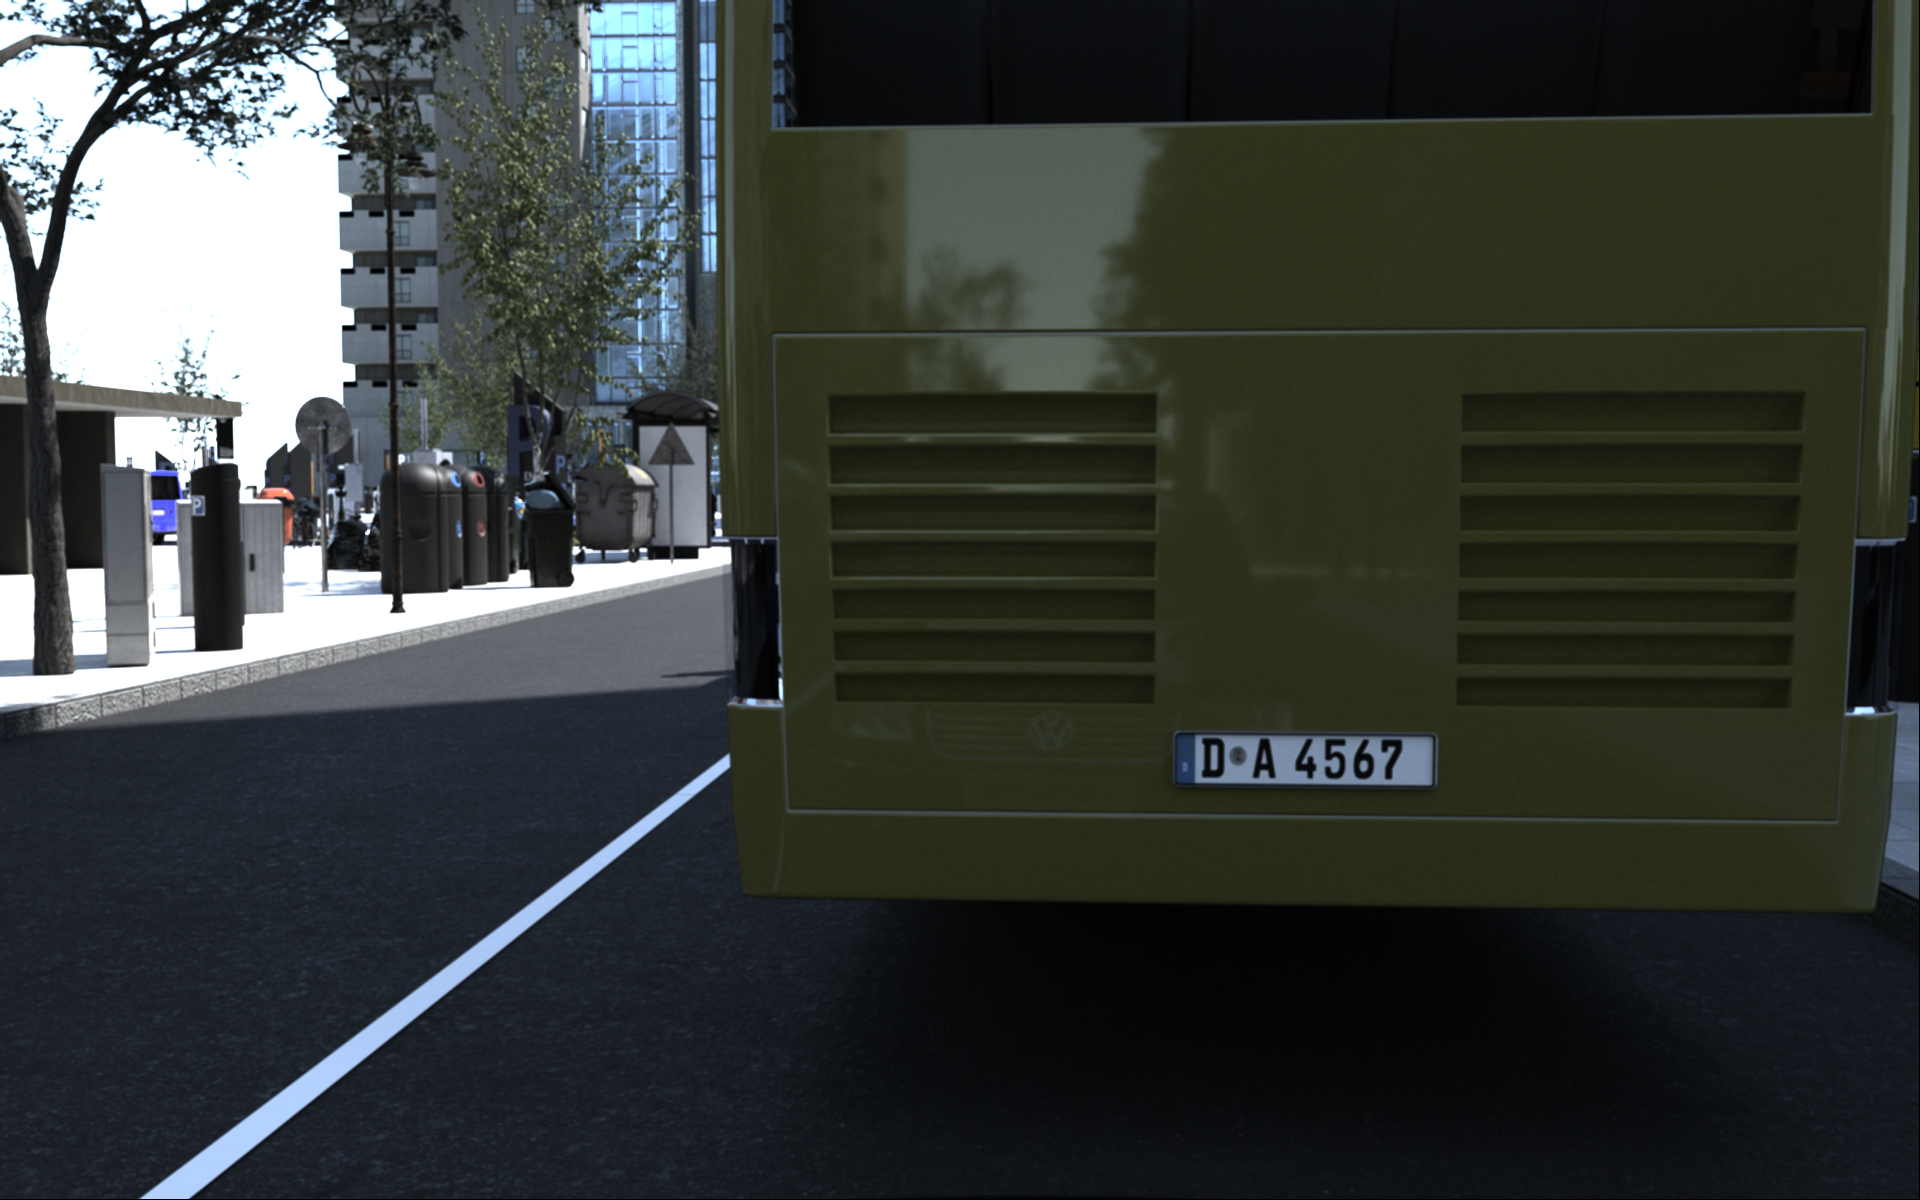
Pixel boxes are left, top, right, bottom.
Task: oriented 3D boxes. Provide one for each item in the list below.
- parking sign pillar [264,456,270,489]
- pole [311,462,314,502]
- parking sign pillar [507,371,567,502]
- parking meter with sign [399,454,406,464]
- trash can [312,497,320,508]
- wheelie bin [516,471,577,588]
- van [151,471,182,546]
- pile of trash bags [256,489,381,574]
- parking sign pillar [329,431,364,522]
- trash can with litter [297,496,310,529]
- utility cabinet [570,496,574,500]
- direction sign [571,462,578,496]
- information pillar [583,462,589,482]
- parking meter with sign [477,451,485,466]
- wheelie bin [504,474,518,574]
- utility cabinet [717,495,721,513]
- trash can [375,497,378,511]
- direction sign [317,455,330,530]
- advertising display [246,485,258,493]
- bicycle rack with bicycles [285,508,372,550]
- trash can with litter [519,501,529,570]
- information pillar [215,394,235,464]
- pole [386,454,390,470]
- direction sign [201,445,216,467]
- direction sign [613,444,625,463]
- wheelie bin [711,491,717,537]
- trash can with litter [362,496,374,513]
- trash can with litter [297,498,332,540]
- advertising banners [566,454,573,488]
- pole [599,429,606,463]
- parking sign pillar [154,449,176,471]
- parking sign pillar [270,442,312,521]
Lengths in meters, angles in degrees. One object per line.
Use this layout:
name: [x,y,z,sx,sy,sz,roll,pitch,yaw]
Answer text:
parking sign pillar: [-34.995,-6.129,88.681,1.447,3.967,1.447,2,4,24]
pole: [-40.580,-7.006,108.396,0.158,3.312,0.155,0,3,0]
parking sign pillar: [-9.229,-3.015,37.763,1.447,3.967,1.447,2,4,25]
parking meter with sign: [-23.633,-4.833,75.285,1.738,3.016,0.543,1,4,23]
trash can: [-36.016,-5.253,97.542,0.748,1.137,0.748,0,3,0]
wheelie bin: [-5.671,-0.979,23.915,0.693,1.594,0.980,-1,4,-20]
van: [-23.308,-2.517,45.536,5.245,2.365,2.240,0,4,3]
pile of trash bags: [-10.083,-1.183,29.094,3.447,1.369,1.912,-3,5,-44]
parking sign pillar: [-26.091,-5.197,73.440,1.447,3.967,1.447,2,4,27]
trash can with litter: [-24.161,-3.162,62.749,1.678,1.210,2.233,2,4,27]
utility cabinet: [-15.462,-3.458,67.694,0.306,1.237,1.020,1,4,14]
direction sign: [-27.514,-7.990,122.633,0.876,3.537,0.379,-1,4,-17]
information pillar: [-26.892,-8.153,124.659,0.504,3.616,0.183,-2,4,-27]
parking meter with sign: [-18.600,-4.521,70.180,1.738,3.016,0.543,1,4,10]
wheelie bin: [-7.452,-1.219,27.834,0.980,1.594,0.693,0,4,-2]
utility cabinet: [-16.096,-6.421,116.142,0.306,1.237,1.020,-1,4,-14]
trash can: [-24.503,-3.792,73.652,0.748,1.137,0.748,0,3,0]
direction sign: [-22.204,-4.185,60.428,0.876,3.537,0.379,3,5,43]
advertising display: [-49.859,-7.143,122.002,0.123,1.923,0.974,1,4,21]
bicycle rack with bicycles: [-15.035,-1.669,40.674,2.852,0.926,2.925,0,4,1]
trash can with litter: [-7.424,-1.084,29.106,0.624,1.170,1.055,2,4,24]
information pillar: [-17.272,-3.020,40.724,0.183,3.616,0.504,1,4,22]
pole: [-29.466,-5.836,89.257,0.158,3.312,0.155,0,3,0]
direction sign: [-35.013,-5.429,80.767,0.379,3.537,0.876,1,4,17]
direction sign: [-15.540,-5.323,79.030,0.876,3.537,0.379,3,5,43]
wheelie bin: [-7.729,-2.712,52.248,0.693,1.594,0.980,-2,4,-24]
trash can with litter: [-39.460,-6.374,115.271,2.233,1.210,1.678,-2,4,-33]
trash can with litter: [-18.017,-2.273,48.559,1.055,1.170,0.624,1,4,12]
advertising banners: [-17.151,-4.775,74.257,0.090,3.025,2.074,1,4,20]
pole: [-11.171,-3.688,54.142,0.158,3.312,0.155,0,3,0]
parking sign pillar: [-47.911,-7.106,104.652,1.447,3.967,1.447,2,4,31]
parking sign pillar: [-29.342,-5.397,76.719,1.447,3.967,1.447,1,4,21]
